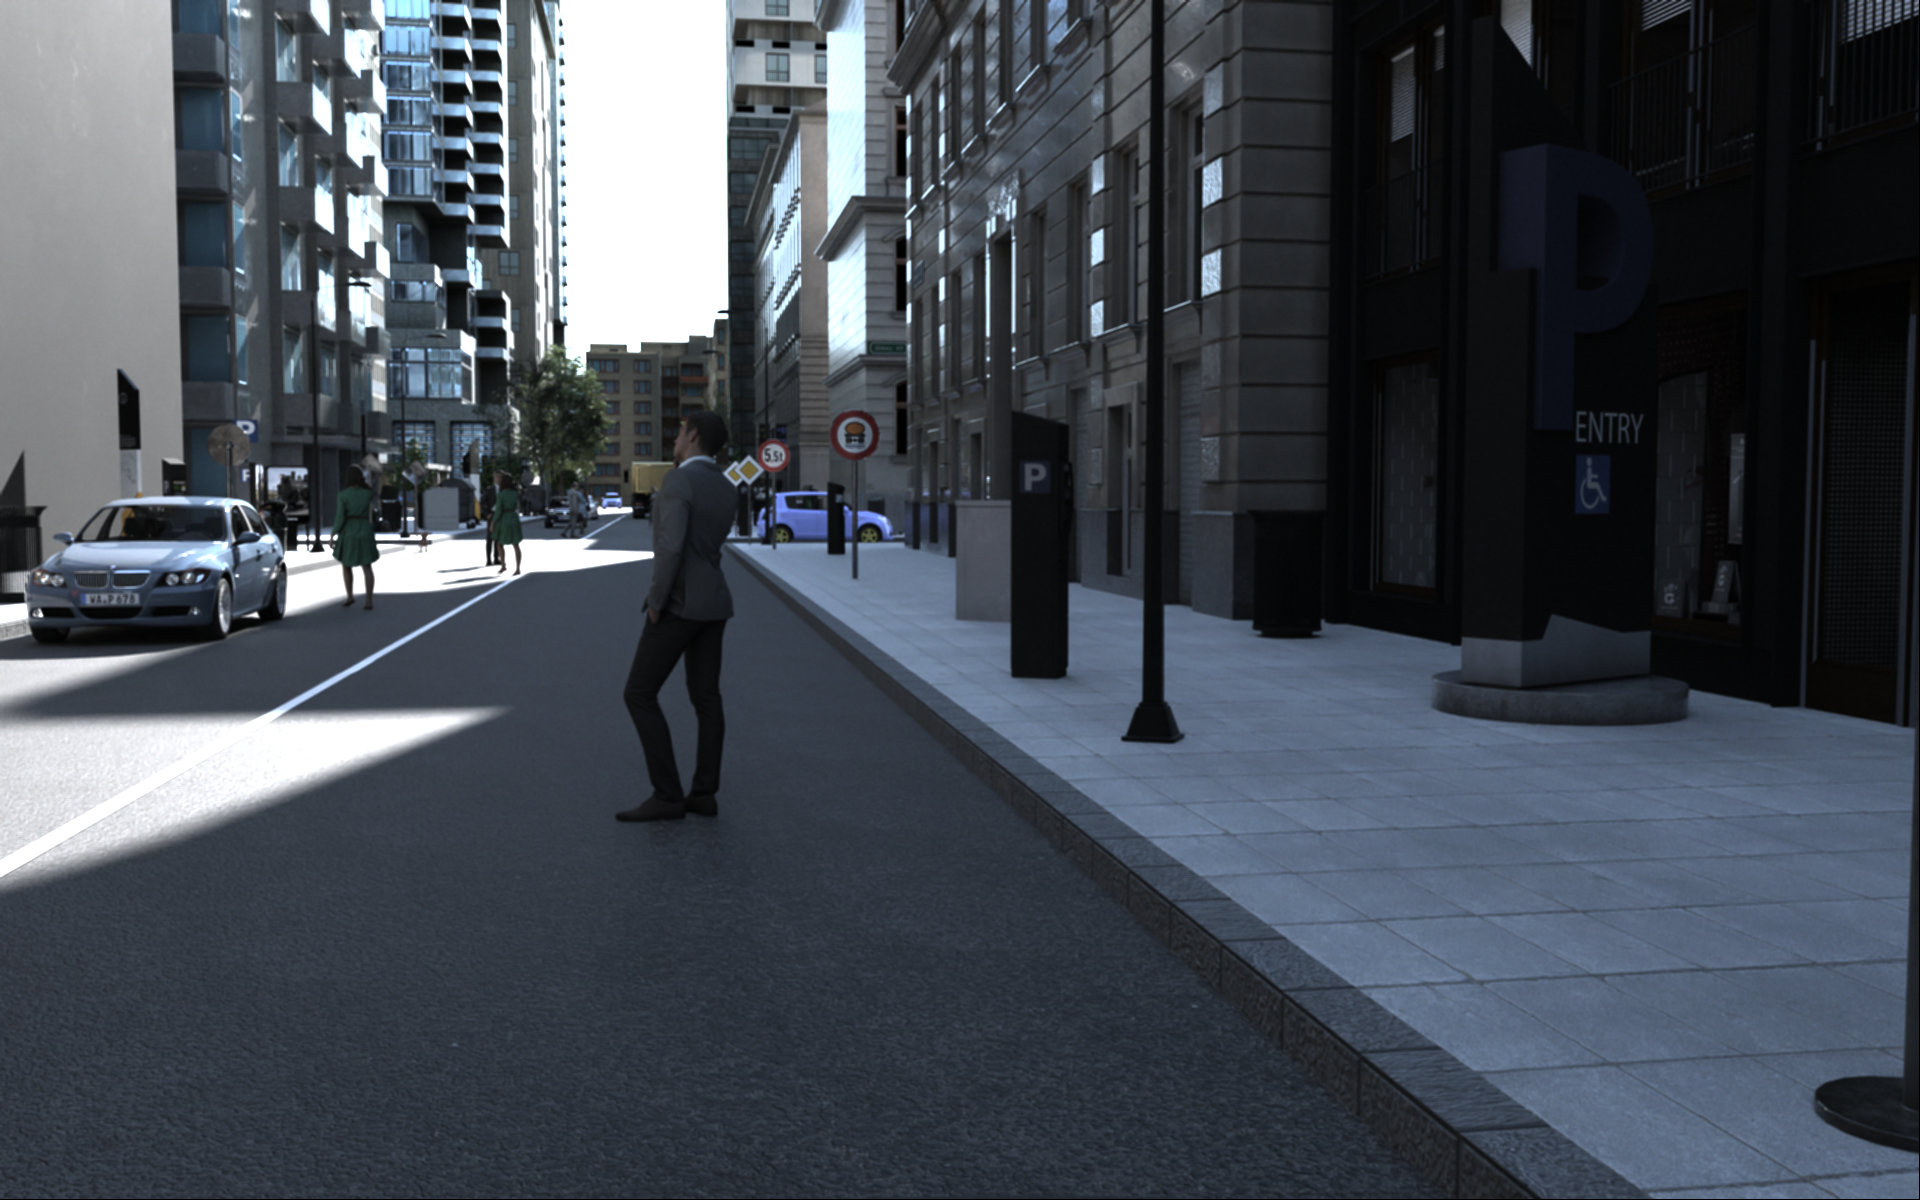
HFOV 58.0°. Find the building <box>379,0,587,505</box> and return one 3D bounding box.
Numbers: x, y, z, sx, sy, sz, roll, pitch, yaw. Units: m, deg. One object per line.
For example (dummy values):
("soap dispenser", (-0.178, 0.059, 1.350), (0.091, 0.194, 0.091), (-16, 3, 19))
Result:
("building", (-62.442, -55.261, 216.186), (31.000, 86.520, 22.319), (-1, 4, -10))

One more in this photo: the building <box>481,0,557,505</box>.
("building", (-56.106, -36.025, 178.244), (27.495, 52.752, 28.713), (-1, 4, -10))

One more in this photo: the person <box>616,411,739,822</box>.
("person", (-1.246, 0.059, 7.709), (0.473, 1.802, 0.592), (3, 4, 39))

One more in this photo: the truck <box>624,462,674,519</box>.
("truck", (-18.493, -6.641, 104.502), (3.469, 3.379, 9.791), (-1, 4, -11))

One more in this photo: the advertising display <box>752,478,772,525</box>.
("advertising display", (-8.021, -4.019, 70.930), (0.974, 1.923, 0.123), (-1, 4, -22))

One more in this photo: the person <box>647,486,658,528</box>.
("person", (-13.071, -3.999, 74.065), (0.537, 1.800, 0.526), (2, 4, 30))

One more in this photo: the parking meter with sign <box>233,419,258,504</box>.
("parking meter with sign", (-16.376, -2.661, 39.767), (0.543, 3.016, 1.738), (-1, 4, -22))

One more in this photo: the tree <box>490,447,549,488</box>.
("tree", (-31.038, -8.291, 119.266), (4.285, 4.588, 4.351), (0, 3, 0))

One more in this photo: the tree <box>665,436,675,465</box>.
("tree", (-31.104, -14.972, 195.158), (4.737, 8.622, 4.395), (0, 3, 0))

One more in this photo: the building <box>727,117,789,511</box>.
("building", (-11.337, -22.341, 136.971), (14.160, 30.474, 14.107), (-1, 4, -10))

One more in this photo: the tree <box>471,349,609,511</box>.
("tree", (-26.843, -10.823, 111.361), (8.767, 10.594, 7.601), (-2, 4, -25))

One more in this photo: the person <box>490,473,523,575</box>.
("person", (-8.001, -1.341, 30.668), (0.529, 1.795, 0.600), (3, 4, 36))

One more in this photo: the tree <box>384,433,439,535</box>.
("tree", (-17.149, -3.678, 54.730), (1.663, 3.219, 1.824), (0, 3, 0))

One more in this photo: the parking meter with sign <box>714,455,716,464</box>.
("parking meter with sign", (-10.747, -4.874, 75.953), (0.543, 3.016, 1.738), (0, 4, -7))

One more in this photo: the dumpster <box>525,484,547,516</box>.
("dumpster", (-25.330, -5.964, 103.272), (1.264, 1.857, 1.865), (-1, 4, -10))

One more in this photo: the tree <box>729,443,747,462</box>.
("tree", (-13.103, -6.836, 95.480), (4.285, 4.588, 4.351), (0, 3, 0))

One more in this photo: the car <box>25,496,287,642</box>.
("car", (-8.369, -0.390, 18.384), (2.014, 1.417, 4.499), (-1, 4, -10))

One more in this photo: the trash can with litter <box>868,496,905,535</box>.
("trash can with litter", (-2.230, -2.638, 54.193), (2.233, 1.210, 1.678), (0, 4, -1))

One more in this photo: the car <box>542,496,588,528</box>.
("car", (-16.941, -3.786, 74.488), (1.945, 1.354, 3.894), (-1, 4, -11))

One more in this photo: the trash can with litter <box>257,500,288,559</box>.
("trash can with litter", (-13.618, -1.382, 33.978), (0.624, 1.170, 1.055), (-3, 5, -42))

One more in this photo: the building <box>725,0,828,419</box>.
("building", (-7.315, -34.789, 158.044), (28.713, 52.752, 27.495), (-1, 4, -10))

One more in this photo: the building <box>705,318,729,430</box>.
("building", (-12.835, -20.894, 186.648), (27.650, 21.520, 28.899), (-1, 4, -10))

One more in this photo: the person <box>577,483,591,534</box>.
("person", (-13.518, -3.272, 62.092), (0.616, 1.811, 0.778), (-2, 4, -26))

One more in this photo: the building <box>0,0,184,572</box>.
("building", (-24.277, -12.320, 31.116), (15.834, 23.373, 12.332), (-1, 4, -10))

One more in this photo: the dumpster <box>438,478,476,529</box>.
("dumpster", (-18.446, -3.527, 63.432), (1.264, 1.857, 1.865), (-1, 4, -10))

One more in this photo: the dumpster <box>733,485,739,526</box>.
("dumpster", (-9.197, -3.834, 68.440), (1.264, 1.857, 1.865), (-1, 4, -10))

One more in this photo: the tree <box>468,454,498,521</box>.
("tree", (-22.473, -5.378, 82.539), (1.663, 3.219, 1.824), (0, 3, 0))

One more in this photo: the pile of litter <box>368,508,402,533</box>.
("pile of litter", (-19.532, -2.681, 57.796), (1.719, 0.858, 1.176), (1, 4, 14))

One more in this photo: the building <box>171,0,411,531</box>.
("building", (-34.107, -27.165, 63.762), (23.786, 49.044, 30.456), (-1, 4, -10))

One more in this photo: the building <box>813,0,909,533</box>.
("building", (6.776, -16.880, 63.377), (23.554, 28.519, 14.401), (-1, 4, -10))

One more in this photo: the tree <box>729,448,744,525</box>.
("tree", (-9.463, -4.785, 72.837), (1.663, 3.219, 1.824), (0, 3, 0))

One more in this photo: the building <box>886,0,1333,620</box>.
("building", (6.280, -14.212, 29.631), (12.463, 27.353, 25.104), (-1, 4, -10))

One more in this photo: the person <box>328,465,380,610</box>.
("person", (-7.511, -0.782, 21.538), (0.529, 1.795, 0.600), (3, 5, 42))

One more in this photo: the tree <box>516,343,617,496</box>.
("tree", (-29.616, -12.978, 130.316), (7.486, 12.596, 7.792), (0, 3, 0))

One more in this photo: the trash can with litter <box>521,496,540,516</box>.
("trash can with litter", (-24.767, -5.412, 99.871), (1.055, 1.170, 0.624), (0, 4, 4))

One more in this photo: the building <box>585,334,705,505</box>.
("building", (-33.224, -23.238, 224.976), (28.899, 21.520, 27.650), (-1, 4, -10))

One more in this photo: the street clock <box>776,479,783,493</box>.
("street clock", (-8.927, -4.947, 85.450), (0.358, 2.002, 0.471), (1, 4, 18))

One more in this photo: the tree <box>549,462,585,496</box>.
("tree", (-33.060, -9.842, 144.628), (4.285, 4.588, 4.351), (0, 3, 0))

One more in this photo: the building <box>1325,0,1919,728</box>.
("building", (11.040, -11.019, 9.837), (12.332, 23.373, 15.834), (-1, 4, -10))

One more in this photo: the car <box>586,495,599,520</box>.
("car", (-21.425, -5.225, 97.791), (2.083, 1.381, 4.827), (-1, 4, -10))

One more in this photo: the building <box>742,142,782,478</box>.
("building", (-5.283, -17.072, 112.413), (16.112, 22.955, 30.059), (-1, 4, -10))

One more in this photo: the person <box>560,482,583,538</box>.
("person", (-12.603, -2.929, 56.503), (0.853, 1.813, 0.709), (-3, 4, -38))

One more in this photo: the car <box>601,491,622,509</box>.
("car", (-33.038, -9.470, 164.428), (1.945, 1.707, 3.694), (-1, 4, -9))

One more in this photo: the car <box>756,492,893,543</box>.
("car", (-3.657, -2.284, 46.932), (3.694, 1.707, 1.945), (-1, 4, -11))

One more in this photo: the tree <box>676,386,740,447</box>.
("tree", (-16.792, -10.204, 117.190), (4.737, 8.622, 4.395), (0, 3, 0))

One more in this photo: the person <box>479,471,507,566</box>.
("person", (-9.271, -1.646, 34.773), (0.474, 1.900, 0.648), (3, 5, 40))

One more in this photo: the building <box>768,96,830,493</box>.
("building", (-4.223, -14.609, 88.003), (9.793, 20.994, 18.267), (-1, 4, -10))

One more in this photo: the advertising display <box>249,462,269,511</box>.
("advertising display", (-14.260, -1.833, 35.177), (0.123, 1.923, 0.974), (-1, 4, -12))

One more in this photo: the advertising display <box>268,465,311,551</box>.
("advertising display", (-15.260, -2.086, 39.326), (0.974, 1.923, 0.123), (-3, 4, -38))

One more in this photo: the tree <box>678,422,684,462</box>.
("tree", (-25.820, -13.264, 167.226), (4.360, 8.622, 3.978), (0, 3, 0))

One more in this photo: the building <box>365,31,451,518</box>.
("building", (-46.315, -24.815, 97.614), (32.217, 40.220, 23.993), (-1, 4, -10))
